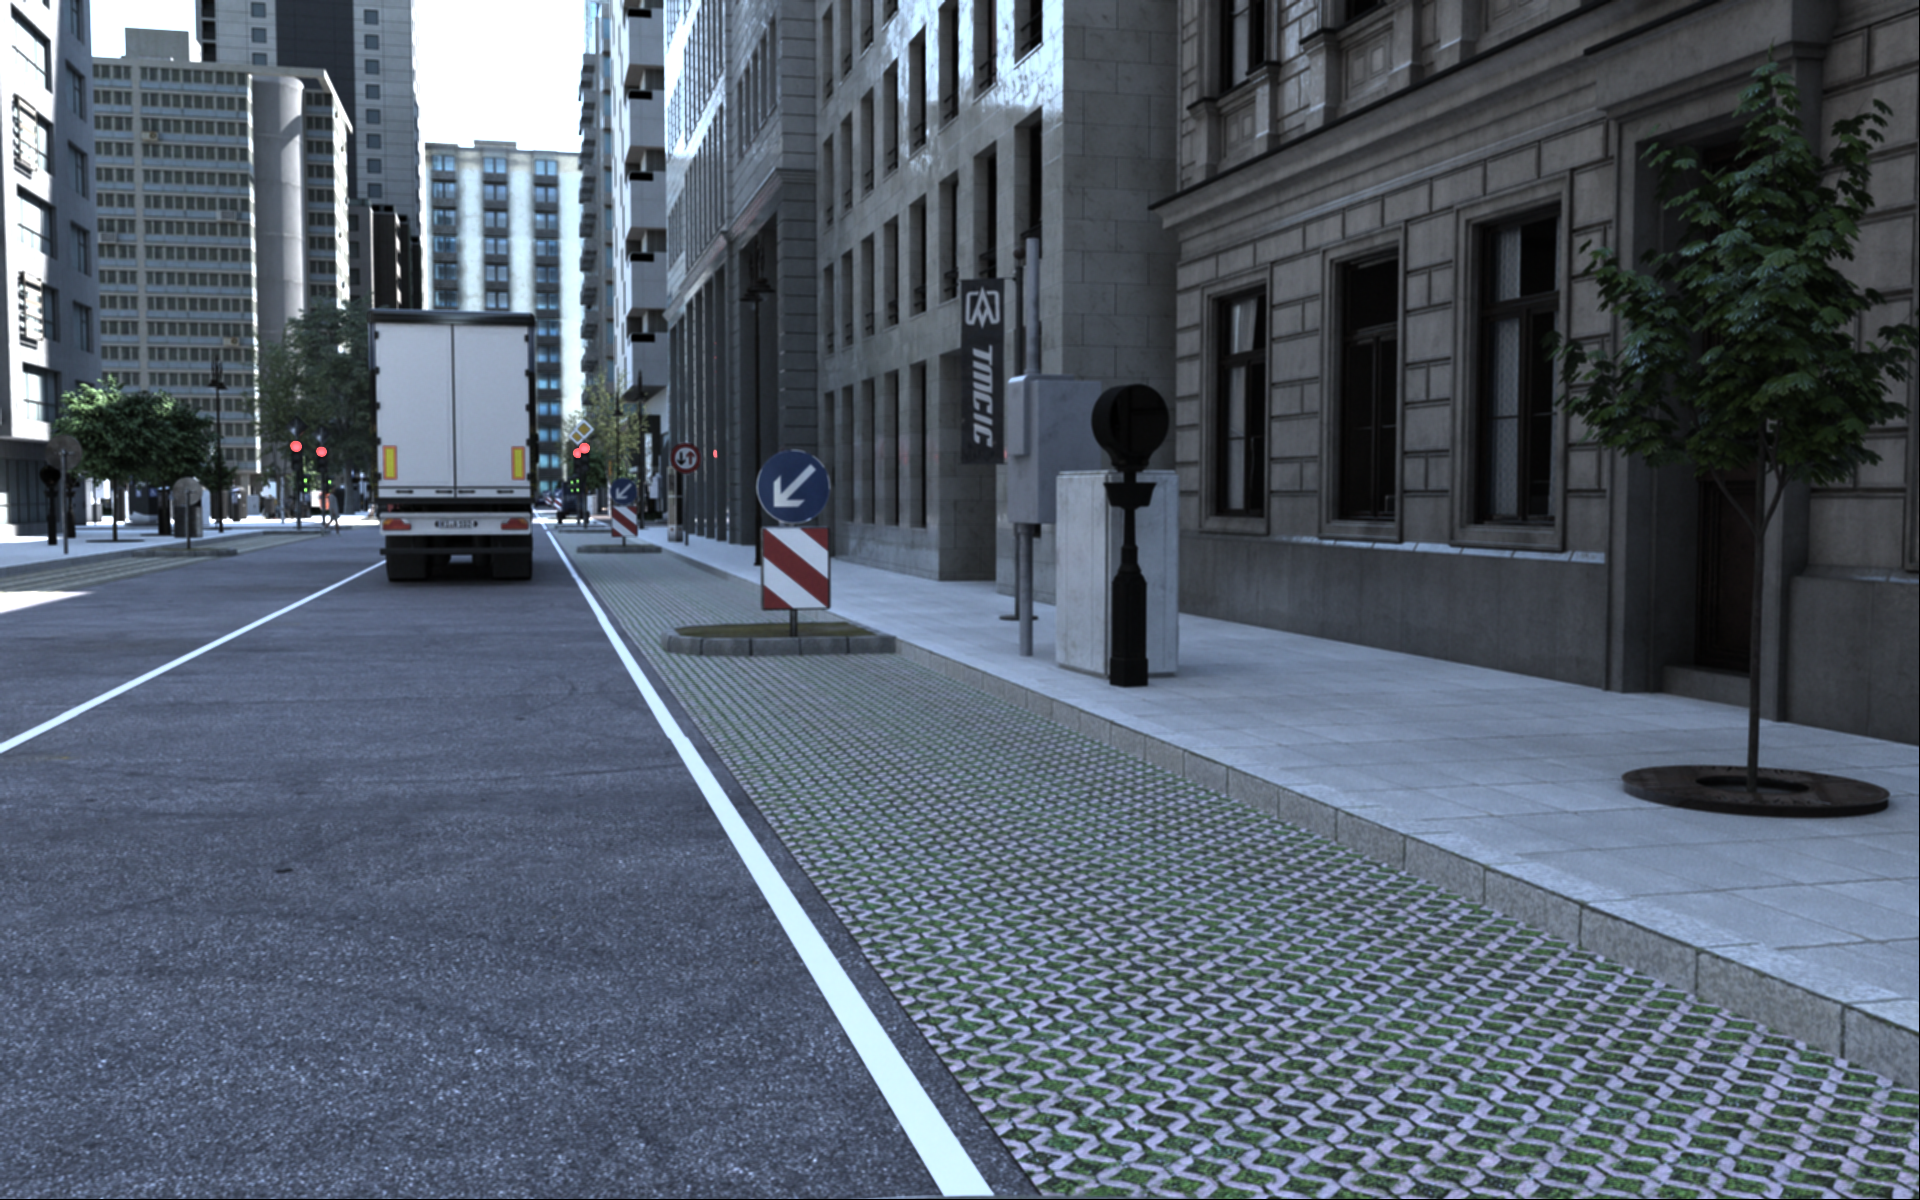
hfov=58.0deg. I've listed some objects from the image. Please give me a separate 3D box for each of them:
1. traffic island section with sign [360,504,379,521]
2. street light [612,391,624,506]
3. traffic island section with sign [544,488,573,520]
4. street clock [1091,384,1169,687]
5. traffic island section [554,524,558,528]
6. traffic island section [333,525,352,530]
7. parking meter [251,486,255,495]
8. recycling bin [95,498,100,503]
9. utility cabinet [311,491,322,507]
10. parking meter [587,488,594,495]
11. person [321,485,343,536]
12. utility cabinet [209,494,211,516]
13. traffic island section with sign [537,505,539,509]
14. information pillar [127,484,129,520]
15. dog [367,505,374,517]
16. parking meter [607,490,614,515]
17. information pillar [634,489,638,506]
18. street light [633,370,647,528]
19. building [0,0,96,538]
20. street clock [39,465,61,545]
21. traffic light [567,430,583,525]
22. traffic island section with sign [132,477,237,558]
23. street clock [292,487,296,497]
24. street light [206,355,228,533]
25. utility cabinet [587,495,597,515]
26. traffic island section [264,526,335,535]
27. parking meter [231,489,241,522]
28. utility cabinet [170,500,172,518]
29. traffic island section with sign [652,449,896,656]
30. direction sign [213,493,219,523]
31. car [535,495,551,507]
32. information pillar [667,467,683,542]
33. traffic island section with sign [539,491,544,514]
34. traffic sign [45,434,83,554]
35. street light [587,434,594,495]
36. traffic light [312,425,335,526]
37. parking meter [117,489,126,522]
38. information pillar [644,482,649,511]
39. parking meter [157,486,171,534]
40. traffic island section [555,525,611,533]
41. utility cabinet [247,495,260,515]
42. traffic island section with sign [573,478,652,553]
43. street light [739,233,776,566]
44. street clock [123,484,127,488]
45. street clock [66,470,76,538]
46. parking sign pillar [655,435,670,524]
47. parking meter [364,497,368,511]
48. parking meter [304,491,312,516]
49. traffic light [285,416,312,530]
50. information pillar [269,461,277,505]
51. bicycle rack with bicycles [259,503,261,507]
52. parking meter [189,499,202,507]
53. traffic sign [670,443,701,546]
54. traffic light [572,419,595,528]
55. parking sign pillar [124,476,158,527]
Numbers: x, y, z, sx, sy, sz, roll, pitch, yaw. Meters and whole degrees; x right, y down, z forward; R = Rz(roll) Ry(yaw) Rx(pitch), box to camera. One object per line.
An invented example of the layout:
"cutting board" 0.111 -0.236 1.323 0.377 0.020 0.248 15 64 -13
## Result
"traffic island section with sign" -31.390 -5.213 93.855 1.989 1.847 2.006 -1 4 -14
"street light" -15.367 -6.423 77.812 0.468 5.910 1.993 -1 4 -14
"traffic island section with sign" -21.917 -5.357 96.221 1.989 1.847 2.006 -1 4 -14
"street clock" 1.131 -0.427 11.552 0.471 2.002 0.358 -2 4 -26
"traffic island section" -15.906 -3.063 72.364 2.009 0.180 2.903 -1 4 -14
"traffic island section" -25.694 -2.913 69.914 2.009 0.180 2.903 -1 4 -14
"parking meter" -53.885 -7.724 132.005 0.255 1.863 0.399 -1 4 -13
"recycling bin" -64.879 -7.157 129.578 0.722 1.027 0.722 1 4 12
"utility cabinet" -47.713 -7.302 128.068 0.318 1.500 1.173 2 4 26
"parking meter" -24.210 -6.597 113.578 0.399 1.863 0.255 2 4 24
"person" -21.376 -3.040 58.955 0.466 1.731 0.760 2 4 35
"utility cabinet" -44.073 -5.612 100.441 1.173 1.500 0.318 0 4 4
"traffic island section with sign" -40.837 -9.956 171.407 1.989 1.847 2.006 -1 4 -14
"information pillar" -39.958 -4.836 83.557 0.304 2.012 0.304 -1 4 -13
"dog" -33.366 -4.982 98.296 0.513 0.831 0.800 0 4 -5
"parking meter" -21.013 -5.853 104.101 0.372 1.533 0.369 0 3 0
"information pillar" -27.266 -8.641 145.774 0.304 2.012 0.304 -2 4 -25
"street light" -11.876 -5.604 64.414 0.468 5.910 1.993 -1 4 -14
"building" -34.795 -22.544 52.188 14.086 41.232 14.154 -1 4 -14
"street clock" -22.849 -2.384 43.549 0.471 2.002 0.358 -2 4 -24
"traffic light" -15.947 -5.096 72.240 0.839 4.253 0.868 -1 4 -14
"traffic island section with sign" -17.827 -1.915 39.938 1.989 1.847 2.006 -1 4 -14
"street clock" -52.689 -8.121 137.342 0.471 2.002 0.358 -1 4 -12
"street light" -24.690 -5.193 57.701 0.468 5.910 1.993 -1 4 -14
"utility cabinet" -22.263 -5.725 104.765 0.306 1.237 1.020 -2 4 -31
"traffic island section" -23.745 -2.440 62.170 2.009 0.180 2.903 -1 4 -14
"parking meter" -33.062 -4.324 79.107 0.372 1.533 0.369 0 3 0
"utility cabinet" -42.321 -5.126 92.496 0.318 1.500 1.173 -2 4 -28
"traffic island section with sign" -1.766 -0.461 16.163 1.989 1.847 2.006 -1 4 -14
"direction sign" -32.801 -5.165 76.449 0.379 3.537 0.876 -1 4 -22
"car" -45.721 -10.841 189.826 1.945 1.354 3.894 -1 4 -14
"information pillar" -7.655 -2.573 46.559 0.304 2.012 0.304 2 4 29
"traffic island section with sign" -28.560 -6.971 122.611 1.989 1.847 2.006 -1 4 -14
"traffic sign" -19.160 -2.259 37.045 0.768 2.556 0.104 0 4 -6
"street light" -23.747 -8.477 111.389 0.468 5.910 1.993 -1 4 -14
"traffic light" -25.653 -4.946 69.789 0.839 4.253 0.868 -1 4 -14
"parking meter" -38.738 -4.376 79.961 0.372 1.533 0.369 0 3 0
"information pillar" -19.046 -6.179 105.511 0.304 2.012 0.304 1 4 14
"parking meter" -25.662 -2.902 55.855 0.372 1.533 0.369 0 3 0
"traffic island section" -13.956 -2.590 64.620 2.009 0.180 2.903 -1 4 -14
"utility cabinet" -43.016 -5.740 105.014 0.306 1.237 1.020 3 4 38
"traffic island section with sign" -8.398 -2.072 42.513 1.989 1.847 2.006 -1 4 -14
"street light" -3.617 -3.558 30.955 0.468 5.910 1.993 -1 4 -14
"street clock" -58.868 -7.204 122.354 0.358 2.002 0.471 1 4 20
"street clock" -25.961 -2.811 50.530 0.358 2.002 0.471 0 4 -7
"parking sign pillar" -12.498 -5.293 75.019 1.447 3.967 1.447 -2 4 -28
"parking meter" -43.901 -7.309 127.906 0.372 1.533 0.369 0 3 0
"parking meter" -37.650 -5.602 100.000 0.372 1.533 0.369 0 3 0
"traffic light" -23.703 -4.472 62.045 0.839 4.253 0.868 -1 4 -14
"information pillar" -46.739 -7.736 117.832 0.504 3.616 0.183 0 4 5
"bicycle rack with bicycles" -51.498 -6.955 127.103 2.925 0.926 2.852 2 4 26
"parking meter" -22.946 -2.662 51.940 0.372 1.533 0.369 0 3 0
"traffic sign" -6.805 -2.627 43.057 0.768 2.556 0.104 0 4 -6
"traffic light" -13.998 -4.622 64.496 0.839 4.253 0.868 -1 4 -14
"parking sign pillar" -32.442 -4.909 68.742 1.447 3.967 1.447 2 4 31
